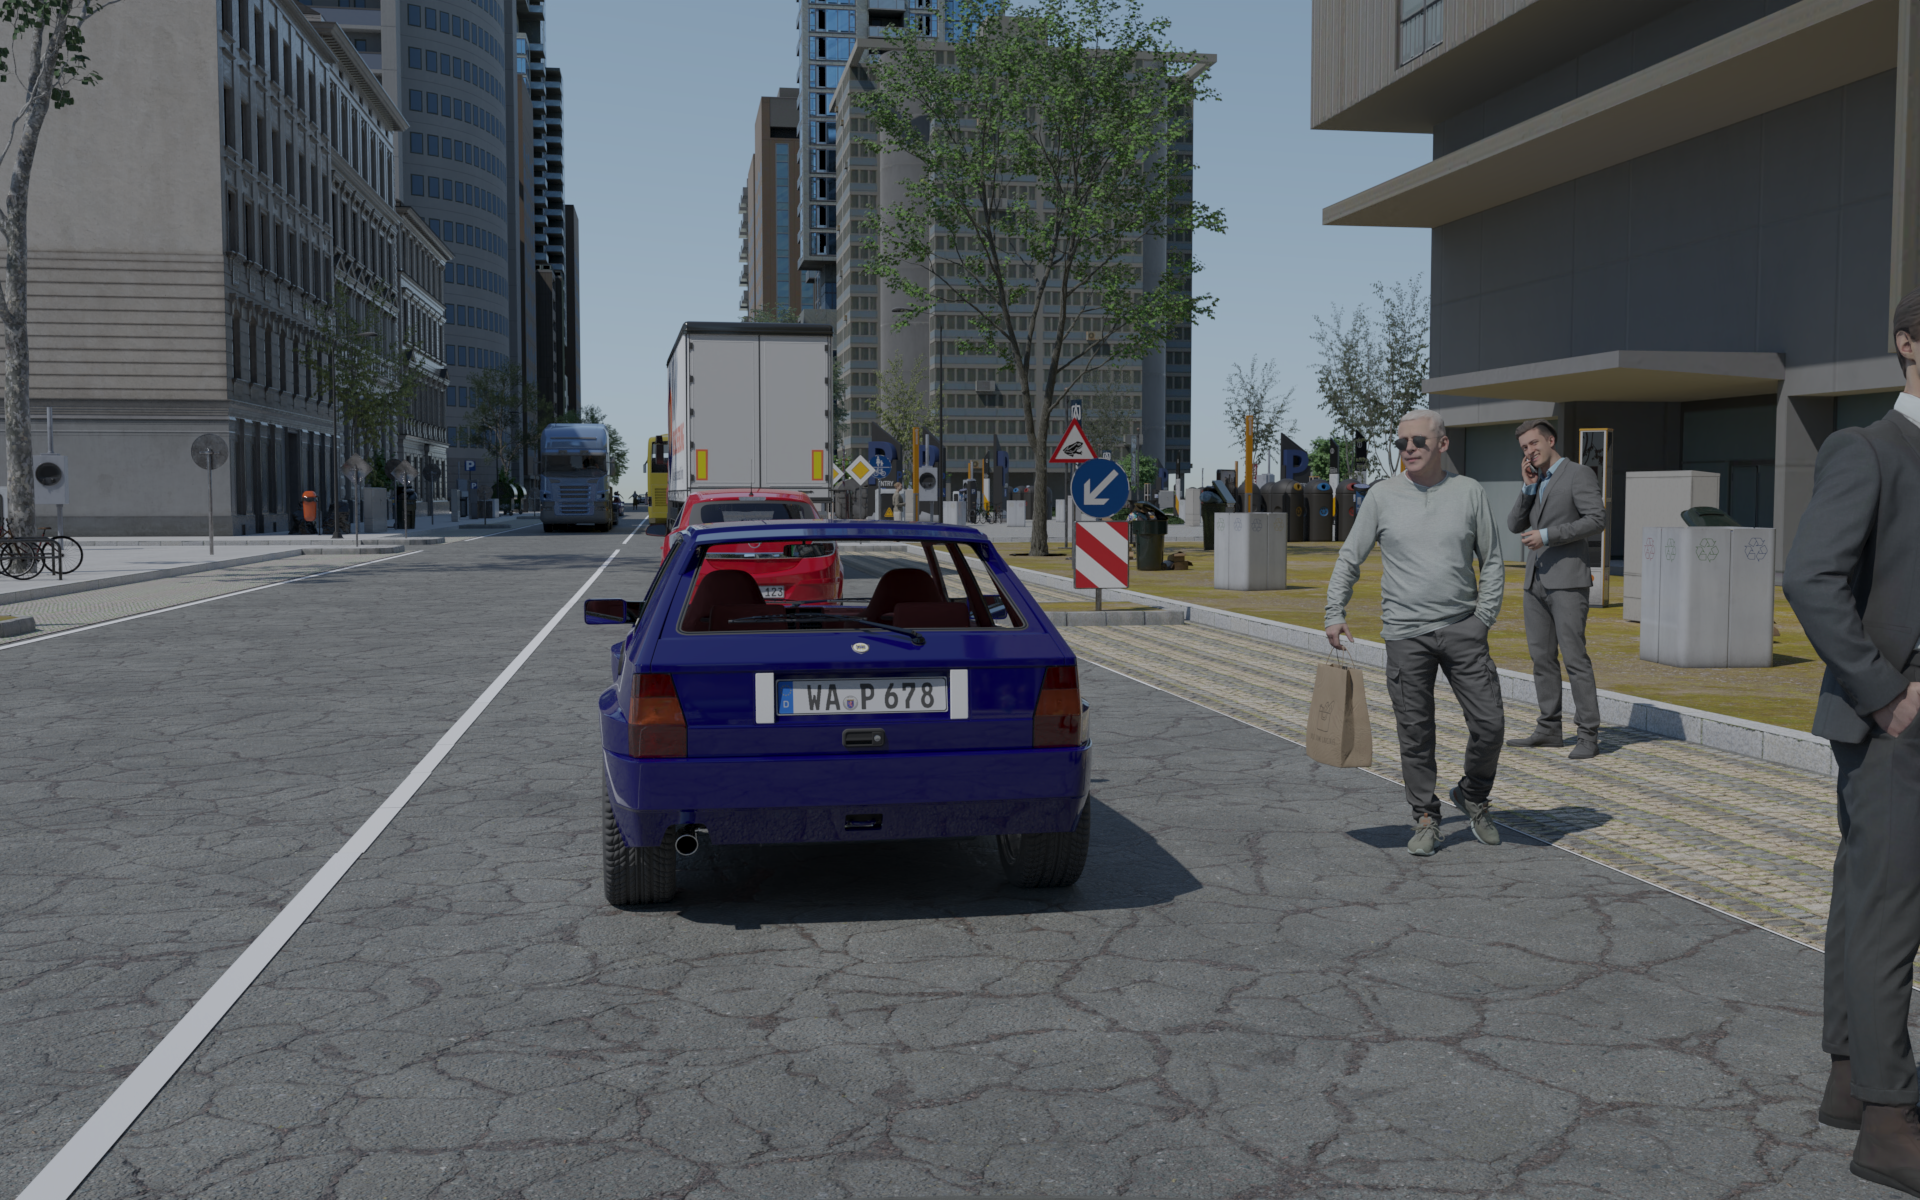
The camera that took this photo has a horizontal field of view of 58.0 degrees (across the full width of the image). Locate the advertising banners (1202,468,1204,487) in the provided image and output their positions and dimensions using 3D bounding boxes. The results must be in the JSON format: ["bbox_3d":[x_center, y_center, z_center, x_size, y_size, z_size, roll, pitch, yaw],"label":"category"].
[{"bbox_3d":[15.999,-7.293,115.432,0.090,3.025,2.074,1,4,22],"label":"advertising banners"}]

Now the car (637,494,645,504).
[{"bbox_3d":[-44.029,-14.130,240.811,2.009,1.686,4.222,-1,4,-9],"label":"car"}]

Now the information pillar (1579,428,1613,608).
[{"bbox_3d":[7.167,-0.922,19.565,0.304,2.012,0.304,2,4,32],"label":"information pillar"}]

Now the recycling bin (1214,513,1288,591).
[{"bbox_3d":[3.904,-0.656,23.276,0.722,1.027,0.722,-2,4,-29],"label":"recycling bin"}]

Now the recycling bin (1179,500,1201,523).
[{"bbox_3d":[10.152,-3.909,76.472,0.722,1.027,0.722,3,5,42],"label":"recycling bin"}]

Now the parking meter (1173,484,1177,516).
[{"bbox_3d":[12.602,-5.825,100.950,0.255,1.863,0.399,1,4,21],"label":"parking meter"}]

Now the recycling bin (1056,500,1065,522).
[{"bbox_3d":[4.827,-4.043,78.658,0.722,1.027,0.722,-2,4,-26],"label":"recycling bin"}]

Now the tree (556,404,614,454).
[{"bbox_3d":[-43.337,-16.677,198.424,9.928,11.665,9.643,0,3,0],"label":"tree"}]

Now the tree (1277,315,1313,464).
[{"bbox_3d":[15.129,-7.076,66.057,4.360,8.622,3.978,0,3,0],"label":"tree"}]

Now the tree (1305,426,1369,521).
[{"bbox_3d":[18.140,-6.139,84.094,4.285,4.588,4.351,0,3,0],"label":"tree"}]

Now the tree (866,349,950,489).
[{"bbox_3d":[-2.736,-8.480,89.013,4.737,8.622,4.395,0,3,0],"label":"tree"}]

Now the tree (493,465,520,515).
[{"bbox_3d":[-27.693,-6.736,104.742,1.663,3.219,1.824,0,3,0],"label":"tree"}]

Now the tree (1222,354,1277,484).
[{"bbox_3d":[15.687,-8.653,91.836,4.360,8.622,3.978,0,3,0],"label":"tree"}]

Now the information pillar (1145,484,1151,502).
[{"bbox_3d":[13.026,-7.084,120.312,0.304,2.012,0.304,-3,5,-43],"label":"information pillar"}]

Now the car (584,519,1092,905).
[{"bbox_3d":[-0.648,0.311,7.498,1.945,1.354,3.894,-1,4,-10],"label":"car"}]

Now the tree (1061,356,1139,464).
[{"bbox_3d":[7.649,-8.639,91.613,4.360,8.622,3.978,0,3,0],"label":"tree"}]

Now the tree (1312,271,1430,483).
[{"bbox_3d":[14.414,-6.576,57.887,4.360,8.622,3.978,0,3,0],"label":"tree"}]

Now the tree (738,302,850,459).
[{"bbox_3d":[-11.455,-12.710,114.463,9.857,13.997,8.962,0,3,0],"label":"tree"}]

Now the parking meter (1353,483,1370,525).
[{"bbox_3d":[9.460,-1.982,40.811,0.372,1.533,0.369,0,3,0],"label":"parking meter"}]

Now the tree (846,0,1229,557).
[{"bbox_3d":[1.569,-6.702,35.341,9.928,11.665,9.643,0,3,0],"label":"tree"}]

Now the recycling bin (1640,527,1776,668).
[{"bbox_3d":[5.642,-0.033,13.095,0.722,1.027,0.722,0,4,-3],"label":"recycling bin"}]

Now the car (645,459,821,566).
[{"bbox_3d":[-2.279,-0.580,18.521,2.155,1.783,4.494,-1,4,-9],"label":"car"}]

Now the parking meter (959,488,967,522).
[{"bbox_3d":[0.135,-4.270,78.231,0.372,1.533,0.369,0,3,0],"label":"parking meter"}]

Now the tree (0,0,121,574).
[{"bbox_3d":[-16.542,-10.527,28.007,12.611,20.169,13.585,0,3,0],"label":"tree"}]

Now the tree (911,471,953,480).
[{"bbox_3d":[-1.431,-5.043,77.053,1.663,3.219,1.824,0,3,0],"label":"tree"}]

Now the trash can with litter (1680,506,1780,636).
[{"bbox_3d":[6.835,-0.239,15.295,0.624,1.170,1.055,-1,4,-12],"label":"trash can with litter"}]

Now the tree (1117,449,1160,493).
[{"bbox_3d":[12.764,-8.641,124.997,4.285,4.588,4.351,0,3,0],"label":"tree"}]

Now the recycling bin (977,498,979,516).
[{"bbox_3d":[0.691,-5.566,103.556,0.722,1.027,0.722,2,4,33],"label":"recycling bin"}]

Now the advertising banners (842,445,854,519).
[{"bbox_3d":[-4.118,-4.109,63.377,0.090,3.025,2.074,0,4,7],"label":"advertising banners"}]

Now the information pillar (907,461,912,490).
[{"bbox_3d":[-3.464,-7.804,118.957,0.183,3.616,0.504,2,4,28],"label":"information pillar"}]

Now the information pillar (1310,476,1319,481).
[{"bbox_3d":[14.808,-4.155,72.426,0.304,2.012,0.304,-1,4,-15],"label":"information pillar"}]

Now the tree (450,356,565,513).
[{"bbox_3d":[-30.210,-11.111,116.085,8.767,10.594,7.601,1,4,14],"label":"tree"}]

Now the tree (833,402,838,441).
[{"bbox_3d":[-9.649,-9.448,104.843,4.360,8.622,3.978,0,3,0],"label":"tree"}]

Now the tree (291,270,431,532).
[{"bbox_3d":[-19.960,-6.579,57.927,4.737,8.622,4.395,0,3,0],"label":"tree"}]

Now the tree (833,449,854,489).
[{"bbox_3d":[-4.840,-4.652,70.668,1.663,3.219,1.824,0,3,0],"label":"tree"}]

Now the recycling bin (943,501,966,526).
[{"bbox_3d":[-0.253,-2.919,60.278,0.722,1.027,0.722,2,4,26],"label":"recycling bin"}]

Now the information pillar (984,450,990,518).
[{"bbox_3d":[1.447,-6.232,93.249,0.183,3.616,0.504,-2,4,-29],"label":"information pillar"}]

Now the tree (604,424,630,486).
[{"bbox_3d":[-56.606,-22.039,278.462,7.486,12.596,7.792,0,3,0],"label":"tree"}]

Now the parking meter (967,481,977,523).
[{"bbox_3d":[0.543,-4.381,77.341,0.399,1.863,0.255,-2,4,-31],"label":"parking meter"}]

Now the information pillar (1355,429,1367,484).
[{"bbox_3d":[14.446,-4.352,62.506,0.504,3.616,0.183,-2,4,-26],"label":"information pillar"}]

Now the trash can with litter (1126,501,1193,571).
[{"bbox_3d":[3.369,-1.088,29.181,1.055,1.170,0.624,-2,4,-29],"label":"trash can with litter"}]

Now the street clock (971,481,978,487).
[{"bbox_3d":[0.694,-5.380,92.541,0.471,2.002,0.358,-3,4,-36],"label":"street clock"}]

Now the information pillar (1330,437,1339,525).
[{"bbox_3d":[15.427,-4.898,71.442,0.183,3.616,0.504,-2,4,-30],"label":"information pillar"}]

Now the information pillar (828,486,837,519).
[{"bbox_3d":[-5.681,-4.454,77.316,0.304,2.012,0.304,3,4,38],"label":"information pillar"}]

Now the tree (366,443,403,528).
[{"bbox_3d":[-21.886,-4.339,65.551,1.663,3.219,1.824,0,3,0],"label":"tree"}]

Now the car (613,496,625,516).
[{"bbox_3d":[-22.700,-6.092,112.184,1.945,1.354,3.894,-1,4,-9],"label":"car"}]

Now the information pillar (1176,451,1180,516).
[{"bbox_3d":[11.858,-6.288,94.158,0.183,3.616,0.504,-1,4,-12],"label":"information pillar"}]

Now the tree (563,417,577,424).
[{"bbox_3d":[-37.815,-13.271,167.335,4.360,8.622,3.978,0,3,0],"label":"tree"}]

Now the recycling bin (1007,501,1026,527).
[{"bbox_3d":[2.193,-3.363,67.542,0.722,1.027,0.722,0,4,2],"label":"recycling bin"}]

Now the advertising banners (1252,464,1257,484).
[{"bbox_3d":[17.214,-6.225,97.961,0.090,3.025,2.074,-3,5,-41],"label":"advertising banners"}]

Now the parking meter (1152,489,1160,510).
[{"bbox_3d":[9.244,-4.486,81.762,0.372,1.533,0.369,0,3,0],"label":"parking meter"}]
